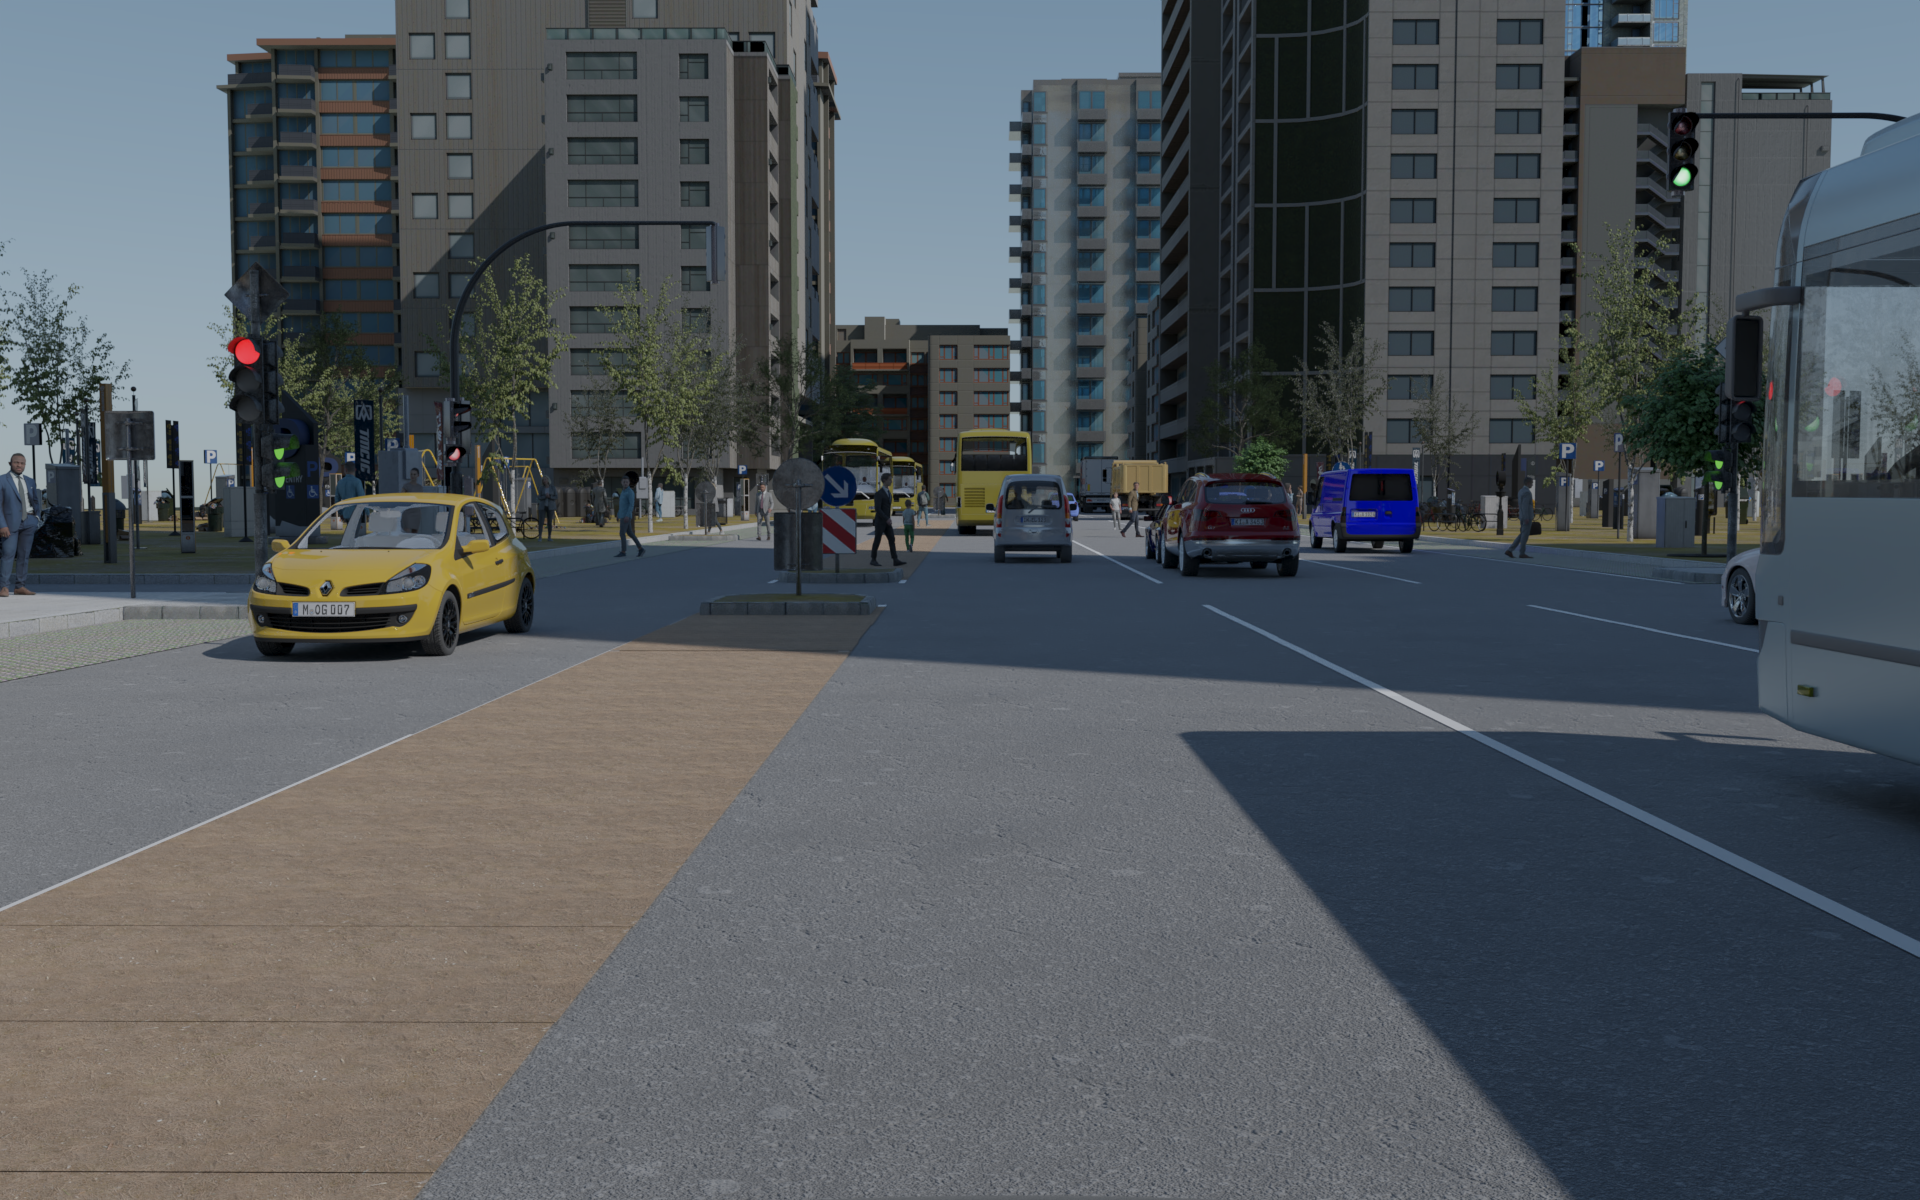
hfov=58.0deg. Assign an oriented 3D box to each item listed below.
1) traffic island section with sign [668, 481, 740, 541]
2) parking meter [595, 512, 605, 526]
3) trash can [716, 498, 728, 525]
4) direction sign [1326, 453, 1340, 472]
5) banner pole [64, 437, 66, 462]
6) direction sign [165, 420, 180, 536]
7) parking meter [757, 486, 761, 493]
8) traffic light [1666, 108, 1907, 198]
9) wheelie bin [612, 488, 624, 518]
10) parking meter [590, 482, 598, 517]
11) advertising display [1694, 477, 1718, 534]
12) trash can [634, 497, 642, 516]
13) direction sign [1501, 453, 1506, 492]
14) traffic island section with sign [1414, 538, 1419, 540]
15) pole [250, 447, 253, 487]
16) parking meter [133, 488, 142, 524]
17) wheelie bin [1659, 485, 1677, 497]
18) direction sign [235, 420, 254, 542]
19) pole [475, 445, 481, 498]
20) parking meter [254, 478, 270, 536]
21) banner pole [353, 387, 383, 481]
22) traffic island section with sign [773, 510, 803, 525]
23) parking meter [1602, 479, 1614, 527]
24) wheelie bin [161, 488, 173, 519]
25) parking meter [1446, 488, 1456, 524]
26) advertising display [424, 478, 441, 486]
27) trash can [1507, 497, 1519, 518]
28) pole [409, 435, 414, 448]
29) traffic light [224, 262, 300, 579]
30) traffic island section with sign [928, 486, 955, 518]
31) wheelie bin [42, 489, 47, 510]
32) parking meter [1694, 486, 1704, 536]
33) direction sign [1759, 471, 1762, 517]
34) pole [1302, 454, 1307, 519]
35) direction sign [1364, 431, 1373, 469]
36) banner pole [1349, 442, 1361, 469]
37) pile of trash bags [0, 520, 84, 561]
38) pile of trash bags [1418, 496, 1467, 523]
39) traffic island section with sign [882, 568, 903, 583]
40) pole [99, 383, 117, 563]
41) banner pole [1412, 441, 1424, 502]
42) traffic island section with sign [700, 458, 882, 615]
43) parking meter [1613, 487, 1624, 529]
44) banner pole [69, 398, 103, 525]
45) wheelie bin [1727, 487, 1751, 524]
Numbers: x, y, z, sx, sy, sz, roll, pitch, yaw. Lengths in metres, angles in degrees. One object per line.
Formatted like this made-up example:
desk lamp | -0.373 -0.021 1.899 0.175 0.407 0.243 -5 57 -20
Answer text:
traffic island section with sign | -7.896 -2.757 53.699 1.989 1.847 2.006 0 4 1
parking meter | -14.651 -3.796 70.482 0.372 1.533 0.369 0 3 0
trash can | -9.873 -3.647 71.279 0.748 1.137 0.748 0 3 0
direction sign | 20.473 -6.306 95.099 0.876 3.537 0.379 3 5 44
banner pole | -26.730 -3.848 52.935 0.863 3.779 0.401 1 4 10
direction sign | -24.182 -3.747 53.254 0.379 3.537 0.876 0 4 -1
parking meter | -10.655 -5.293 92.248 0.255 1.863 0.399 -1 4 -9
traffic light | 10.685 -2.814 20.681 4.771 5.953 1.251 0 4 1
wheelie bin | -18.520 -5.286 94.336 0.693 1.594 0.980 2 4 27
parking meter | -17.604 -4.759 83.525 0.399 1.863 0.255 -3 5 -42
advertising display | 24.177 -3.116 56.165 0.123 1.923 0.974 -1 4 -16
trash can | -18.950 -5.488 101.384 0.748 1.137 0.748 0 3 0
direction sign | 30.029 -6.345 95.742 0.379 3.537 0.876 0 4 4
traffic island section with sign | 13.131 -2.786 54.171 1.989 1.847 2.006 0 4 1
pole | -30.960 -5.014 75.820 0.158 3.312 0.155 0 3 0
parking meter | -35.153 -4.010 73.968 0.372 1.533 0.369 0 3 0
wheelie bin | 23.593 -3.076 58.195 0.980 1.594 0.693 3 5 45
direction sign | -19.108 -3.318 46.247 0.379 3.537 0.876 0 4 2
pole | -20.162 -4.808 72.456 0.158 3.312 0.155 0 3 0
parking meter | -21.548 -2.921 53.477 0.255 1.863 0.399 2 4 29
banner pole | -13.767 -3.091 40.556 0.863 3.779 0.401 -2 4 -34
traffic island section with sign | -7.655 -4.439 81.211 1.989 1.847 2.006 0 4 1
parking meter | 25.053 -3.748 66.985 0.255 1.863 0.399 -1 4 -17
wheelie bin | -39.587 -4.806 86.479 0.693 1.594 0.980 -2 4 -26
parking meter | 21.338 -4.090 75.275 0.372 1.533 0.369 0 3 0
advertising display | -20.396 -3.815 67.587 0.974 1.923 0.123 -1 4 -23
trash can | 29.452 -4.930 92.265 0.748 1.137 0.748 0 3 0
pole | -18.950 -4.041 59.912 0.158 3.312 0.155 0 3 0
traffic light | -8.483 -1.961 20.980 0.839 4.253 0.868 0 4 1
traffic island section with sign | -1.305 -5.853 103.833 2.006 1.907 1.989 0 4 1
wheelie bin | -32.820 -3.341 62.531 0.980 1.594 0.693 3 5 41
parking meter | 22.704 -2.737 53.167 0.372 1.533 0.369 0 3 0
direction sign | 45.153 -6.439 97.267 0.379 3.537 0.876 -1 4 -10
pole | 17.559 -5.772 88.209 0.158 3.312 0.155 0 3 0
direction sign | 14.862 -4.350 63.117 0.379 3.537 0.876 0 4 -4
banner pole | 19.003 -5.706 83.316 0.863 3.779 0.401 -1 4 -13
pile of trash bags | -18.746 -1.517 34.557 1.912 1.369 3.447 -1 4 -17
pile of trash bags | 21.042 -4.193 78.304 3.447 1.369 1.912 -1 4 -14
traffic island section with sign | -1.978 -1.258 28.697 2.006 1.907 1.989 0 4 1
pole | -15.745 -2.334 32.004 0.158 3.312 0.155 0 3 0
banner pole | 21.692 -5.622 81.935 0.863 3.779 0.401 -2 4 -27
traffic island section with sign | -2.055 -0.804 21.290 2.006 1.907 1.989 0 4 1
parking meter | 24.088 -3.360 63.353 0.372 1.533 0.369 0 3 0
banner pole | -22.628 -3.353 44.843 0.401 3.779 0.863 -1 4 -13
wheelie bin | 32.938 -4.004 73.366 0.980 1.594 0.693 0 4 -1
